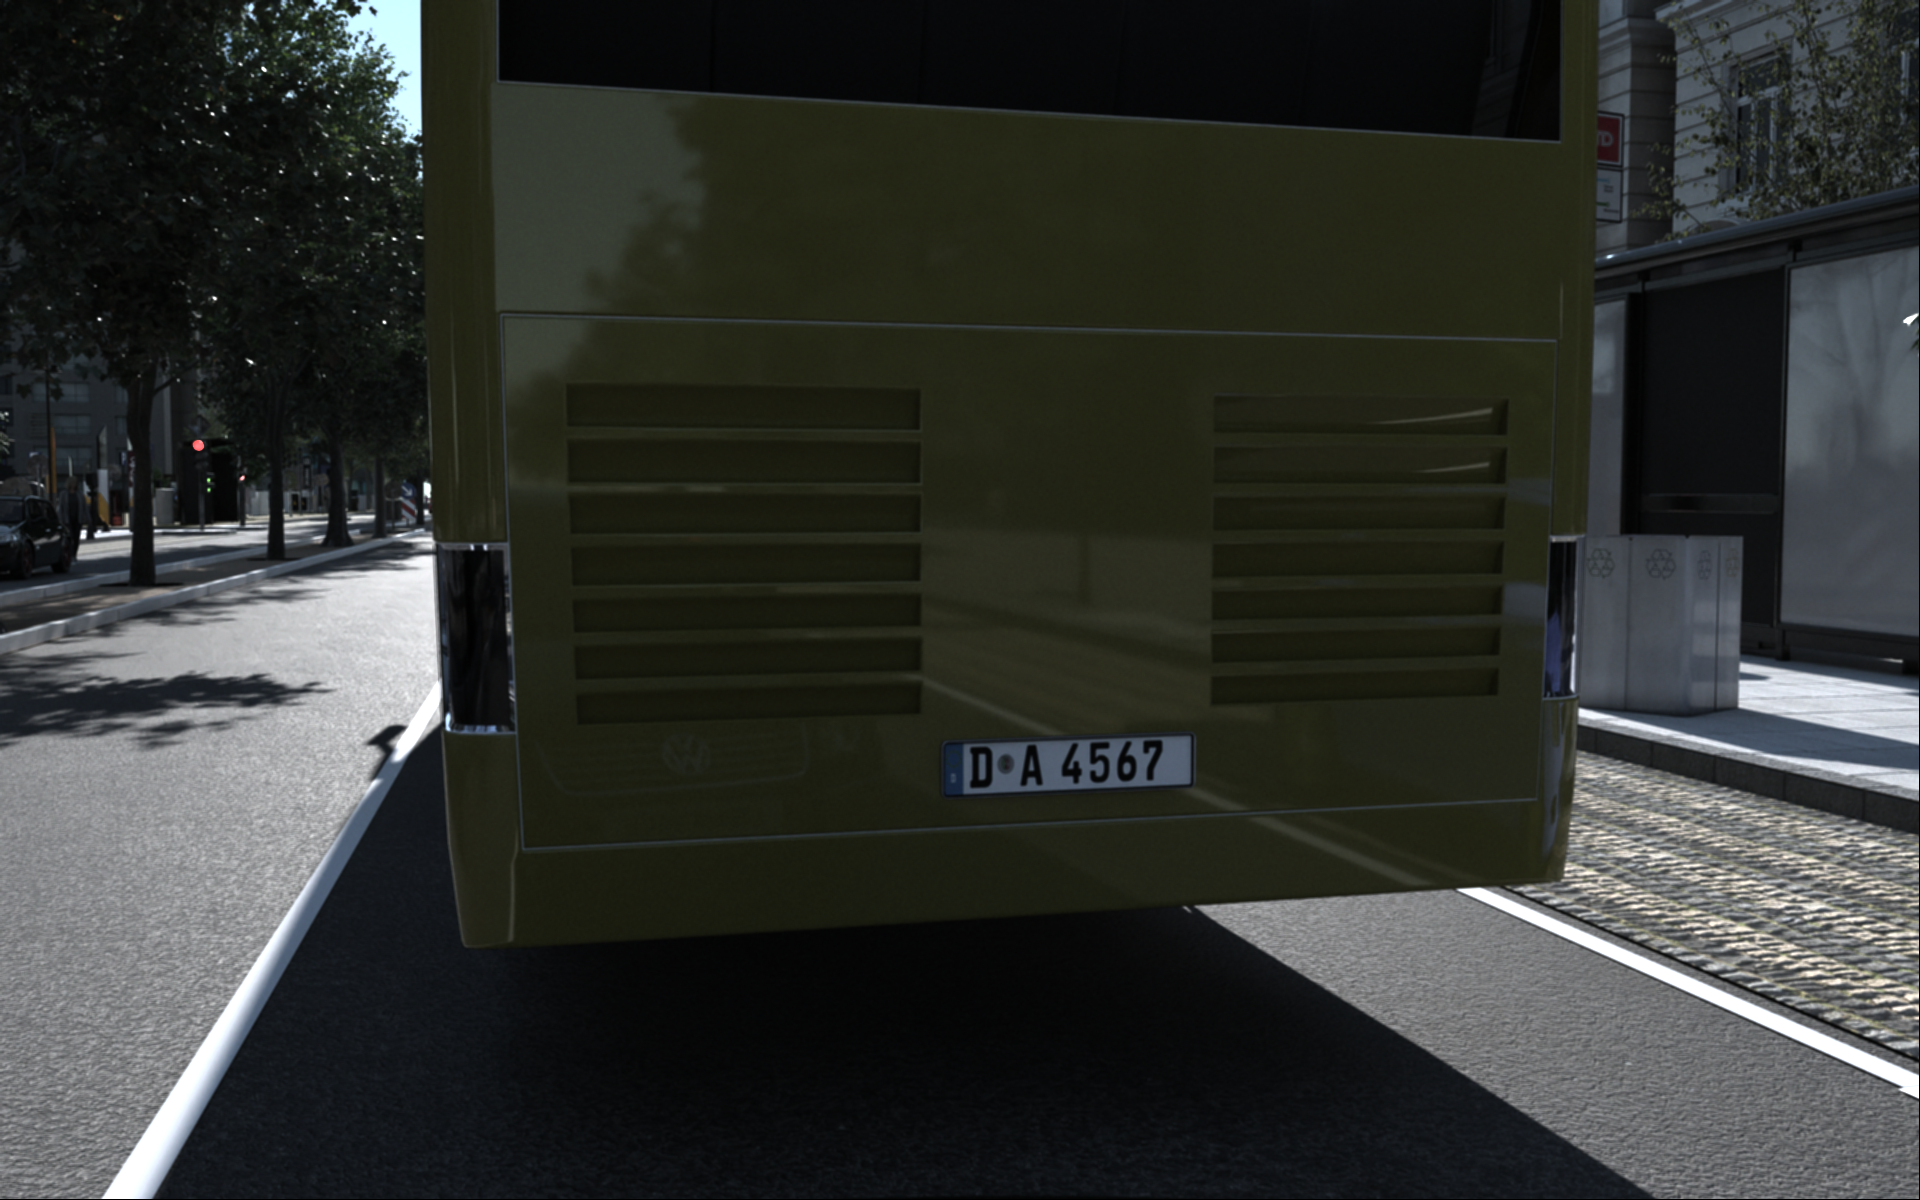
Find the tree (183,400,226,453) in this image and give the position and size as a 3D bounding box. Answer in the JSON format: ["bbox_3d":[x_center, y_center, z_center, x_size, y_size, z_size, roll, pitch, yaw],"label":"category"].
[{"bbox_3d":[-53.658,-10.665,124.730,4.737,8.622,4.395,0,3,0],"label":"tree"}]

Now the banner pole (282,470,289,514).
[{"bbox_3d":[-43.907,-7.483,112.356,0.863,3.779,0.401,2,4,28],"label":"banner pole"}]

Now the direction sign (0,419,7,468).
[{"bbox_3d":[-28.772,-3.652,51.712,0.876,3.537,0.379,1,4,21],"label":"direction sign"}]

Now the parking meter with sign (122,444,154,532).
[{"bbox_3d":[-27.971,-3.844,59.117,0.543,3.016,1.738,-1,4,-13],"label":"parking meter with sign"}]

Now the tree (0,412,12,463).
[{"bbox_3d":[-25.497,-3.617,42.849,4.285,4.588,4.351,0,3,0],"label":"tree"}]

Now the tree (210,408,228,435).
[{"bbox_3d":[-57.393,-11.403,136.795,4.360,8.622,3.978,0,3,0],"label":"tree"}]

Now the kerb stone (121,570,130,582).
[{"bbox_3d":[-13.743,-0.380,28.413,0.120,0.150,1.000,-1,4,-13],"label":"kerb stone"}]

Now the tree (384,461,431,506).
[{"bbox_3d":[-58.303,-17.122,186.605,9.857,13.997,8.962,0,3,0],"label":"tree"}]

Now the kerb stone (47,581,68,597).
[{"bbox_3d":[-12.816,-0.132,24.420,0.120,0.150,1.000,-1,4,-13],"label":"kerb stone"}]

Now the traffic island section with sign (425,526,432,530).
[{"bbox_3d":[-22.214,-3.772,69.814,2.006,1.907,1.989,-1,4,-13],"label":"traffic island section with sign"}]

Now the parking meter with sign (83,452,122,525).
[{"bbox_3d":[-35.590,-4.626,71.904,1.738,3.016,0.543,0,4,-6],"label":"parking meter with sign"}]

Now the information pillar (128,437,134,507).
[{"bbox_3d":[-33.820,-4.855,70.729,0.183,3.616,0.504,-3,5,-44],"label":"information pillar"}]

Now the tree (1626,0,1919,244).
[{"bbox_3d":[10.075,-4.238,19.649,4.360,8.622,3.978,0,3,0],"label":"tree"}]

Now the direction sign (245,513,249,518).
[{"bbox_3d":[-38.286,-6.155,92.624,0.379,3.537,0.876,1,4,20],"label":"direction sign"}]

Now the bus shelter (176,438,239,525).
[{"bbox_3d":[-32.308,-5.113,74.878,1.731,3.624,6.357,-1,4,-13],"label":"bus shelter"}]

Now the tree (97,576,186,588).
[{"bbox_3d":[-12.539,-6.006,26.414,9.928,11.665,9.643,0,3,0],"label":"tree"}]

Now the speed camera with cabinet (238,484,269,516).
[{"bbox_3d":[-41.073,-6.514,100.845,0.660,3.252,2.038,1,4,9],"label":"speed camera with cabinet"}]

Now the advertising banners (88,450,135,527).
[{"bbox_3d":[-33.557,-4.440,68.783,0.090,3.025,2.074,3,5,40],"label":"advertising banners"}]

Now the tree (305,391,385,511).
[{"bbox_3d":[-44.634,-11.794,127.248,7.601,10.594,8.767,0,4,-5],"label":"tree"}]

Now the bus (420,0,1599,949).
[{"bbox_3d":[-1.294,-1.093,9.423,2.896,3.916,12.252,-1,4,-14],"label":"bus"}]

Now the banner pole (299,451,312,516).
[{"bbox_3d":[-38.131,-6.774,100.767,0.863,3.779,0.401,-3,5,-42],"label":"banner pole"}]

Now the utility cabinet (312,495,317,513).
[{"bbox_3d":[-43.986,-6.561,118.430,0.306,1.237,1.020,0,4,-2],"label":"utility cabinet"}]

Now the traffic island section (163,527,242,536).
[{"bbox_3d":[-26.680,-2.365,60.944,2.009,0.180,2.903,-1,4,-13],"label":"traffic island section"}]

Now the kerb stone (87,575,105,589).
[{"bbox_3d":[-13.278,-0.251,26.412,0.120,0.150,1.000,-1,4,-13],"label":"kerb stone"}]

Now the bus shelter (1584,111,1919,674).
[{"bbox_3d":[6.543,-2.323,15.620,2.179,5.291,8.768,-1,4,-13],"label":"bus shelter"}]

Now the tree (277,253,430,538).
[{"bbox_3d":[-18.939,-8.281,55.980,7.486,12.596,7.792,0,3,0],"label":"tree"}]

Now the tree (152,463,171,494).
[{"bbox_3d":[-49.224,-6.834,106.330,1.663,3.219,1.824,0,3,0],"label":"tree"}]

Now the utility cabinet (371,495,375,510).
[{"bbox_3d":[-47.073,-7.877,139.956,1.020,1.237,0.306,2,4,26],"label":"utility cabinet"}]

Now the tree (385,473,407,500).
[{"bbox_3d":[-55.198,-13.590,172.558,4.737,8.622,4.395,0,3,0],"label":"tree"}]

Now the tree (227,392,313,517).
[{"bbox_3d":[-37.853,-8.978,97.147,4.737,8.622,4.395,0,3,0],"label":"tree"}]

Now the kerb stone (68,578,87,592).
[{"bbox_3d":[-13.044,-0.197,25.416,0.120,0.150,1.000,-1,4,-13],"label":"kerb stone"}]

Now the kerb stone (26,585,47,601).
[{"bbox_3d":[-12.593,-0.072,23.423,0.120,0.150,1.000,-1,4,-13],"label":"kerb stone"}]

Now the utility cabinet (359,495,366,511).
[{"bbox_3d":[-45.790,-7.388,131.963,1.020,1.237,0.306,0,4,6],"label":"utility cabinet"}]

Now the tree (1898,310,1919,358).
[{"bbox_3d":[5.059,-0.817,7.957,1.663,3.219,1.824,0,3,0],"label":"tree"}]

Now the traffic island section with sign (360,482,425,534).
[{"bbox_3d":[-20.557,-3.331,62.593,2.006,1.907,1.989,-1,4,-13],"label":"traffic island section with sign"}]

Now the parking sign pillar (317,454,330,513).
[{"bbox_3d":[-42.373,-7.805,116.086,1.447,3.967,1.447,2,4,30],"label":"parking sign pillar"}]

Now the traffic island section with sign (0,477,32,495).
[{"bbox_3d":[-21.229,-1.843,38.762,1.989,1.847,2.006,-1,4,-13],"label":"traffic island section with sign"}]

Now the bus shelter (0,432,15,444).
[{"bbox_3d":[-28.334,-3.334,48.427,2.014,3.302,5.546,-1,4,-13],"label":"bus shelter"}]

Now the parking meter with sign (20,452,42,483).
[{"bbox_3d":[-38.297,-4.572,71.005,0.543,3.016,1.738,0,4,-2],"label":"parking meter with sign"}]

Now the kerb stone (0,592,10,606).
[{"bbox_3d":[-12.345,-0.014,22.431,0.120,0.150,1.000,-1,4,-13],"label":"kerb stone"}]

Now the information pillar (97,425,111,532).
[{"bbox_3d":[-28.782,-4.086,58.164,0.183,3.616,0.504,0,4,2],"label":"information pillar"}]

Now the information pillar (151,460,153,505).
[{"bbox_3d":[-32.408,-4.756,69.121,0.183,3.616,0.504,0,4,6],"label":"information pillar"}]

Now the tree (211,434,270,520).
[{"bbox_3d":[-35.783,-6.247,85.848,4.285,4.588,4.351,0,3,0],"label":"tree"}]

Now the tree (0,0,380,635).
[{"bbox_3d":[-9.926,-5.958,16.873,9.611,12.733,9.660,0,3,0],"label":"tree"}]

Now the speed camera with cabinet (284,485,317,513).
[{"bbox_3d":[-45.417,-7.628,119.056,0.660,3.252,2.038,3,4,36],"label":"speed camera with cabinet"}]

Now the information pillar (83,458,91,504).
[{"bbox_3d":[-56.145,-7.348,111.491,0.504,3.616,0.183,0,4,0],"label":"information pillar"}]

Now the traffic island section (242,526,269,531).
[{"bbox_3d":[-28.476,-2.841,68.725,2.009,0.180,2.903,-1,4,-13],"label":"traffic island section"}]

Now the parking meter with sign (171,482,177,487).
[{"bbox_3d":[-50.623,-7.078,111.978,1.738,3.016,0.543,3,5,39],"label":"parking meter with sign"}]

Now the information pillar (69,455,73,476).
[{"bbox_3d":[-53.062,-6.857,103.469,0.183,3.616,0.504,-3,4,-37],"label":"information pillar"}]

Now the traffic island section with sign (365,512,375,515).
[{"bbox_3d":[-39.758,-6.753,119.041,1.989,1.847,2.006,-1,4,-13],"label":"traffic island section with sign"}]

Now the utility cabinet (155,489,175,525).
[{"bbox_3d":[-32.766,-3.836,71.405,0.318,1.500,1.173,0,4,-4],"label":"utility cabinet"}]

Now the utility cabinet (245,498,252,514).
[{"bbox_3d":[-44.987,-6.017,109.534,1.020,1.237,0.306,0,4,-7],"label":"utility cabinet"}]

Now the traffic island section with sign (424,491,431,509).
[{"bbox_3d":[-51.211,-9.785,168.617,1.989,1.847,2.006,-1,4,-13],"label":"traffic island section with sign"}]

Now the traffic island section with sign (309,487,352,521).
[{"bbox_3d":[-33.706,-5.146,92.772,1.989,1.847,2.006,-1,4,-13],"label":"traffic island section with sign"}]

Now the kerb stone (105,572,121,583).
[{"bbox_3d":[-13.515,-0.319,27.414,0.120,0.150,1.000,-1,4,-13],"label":"kerb stone"}]
